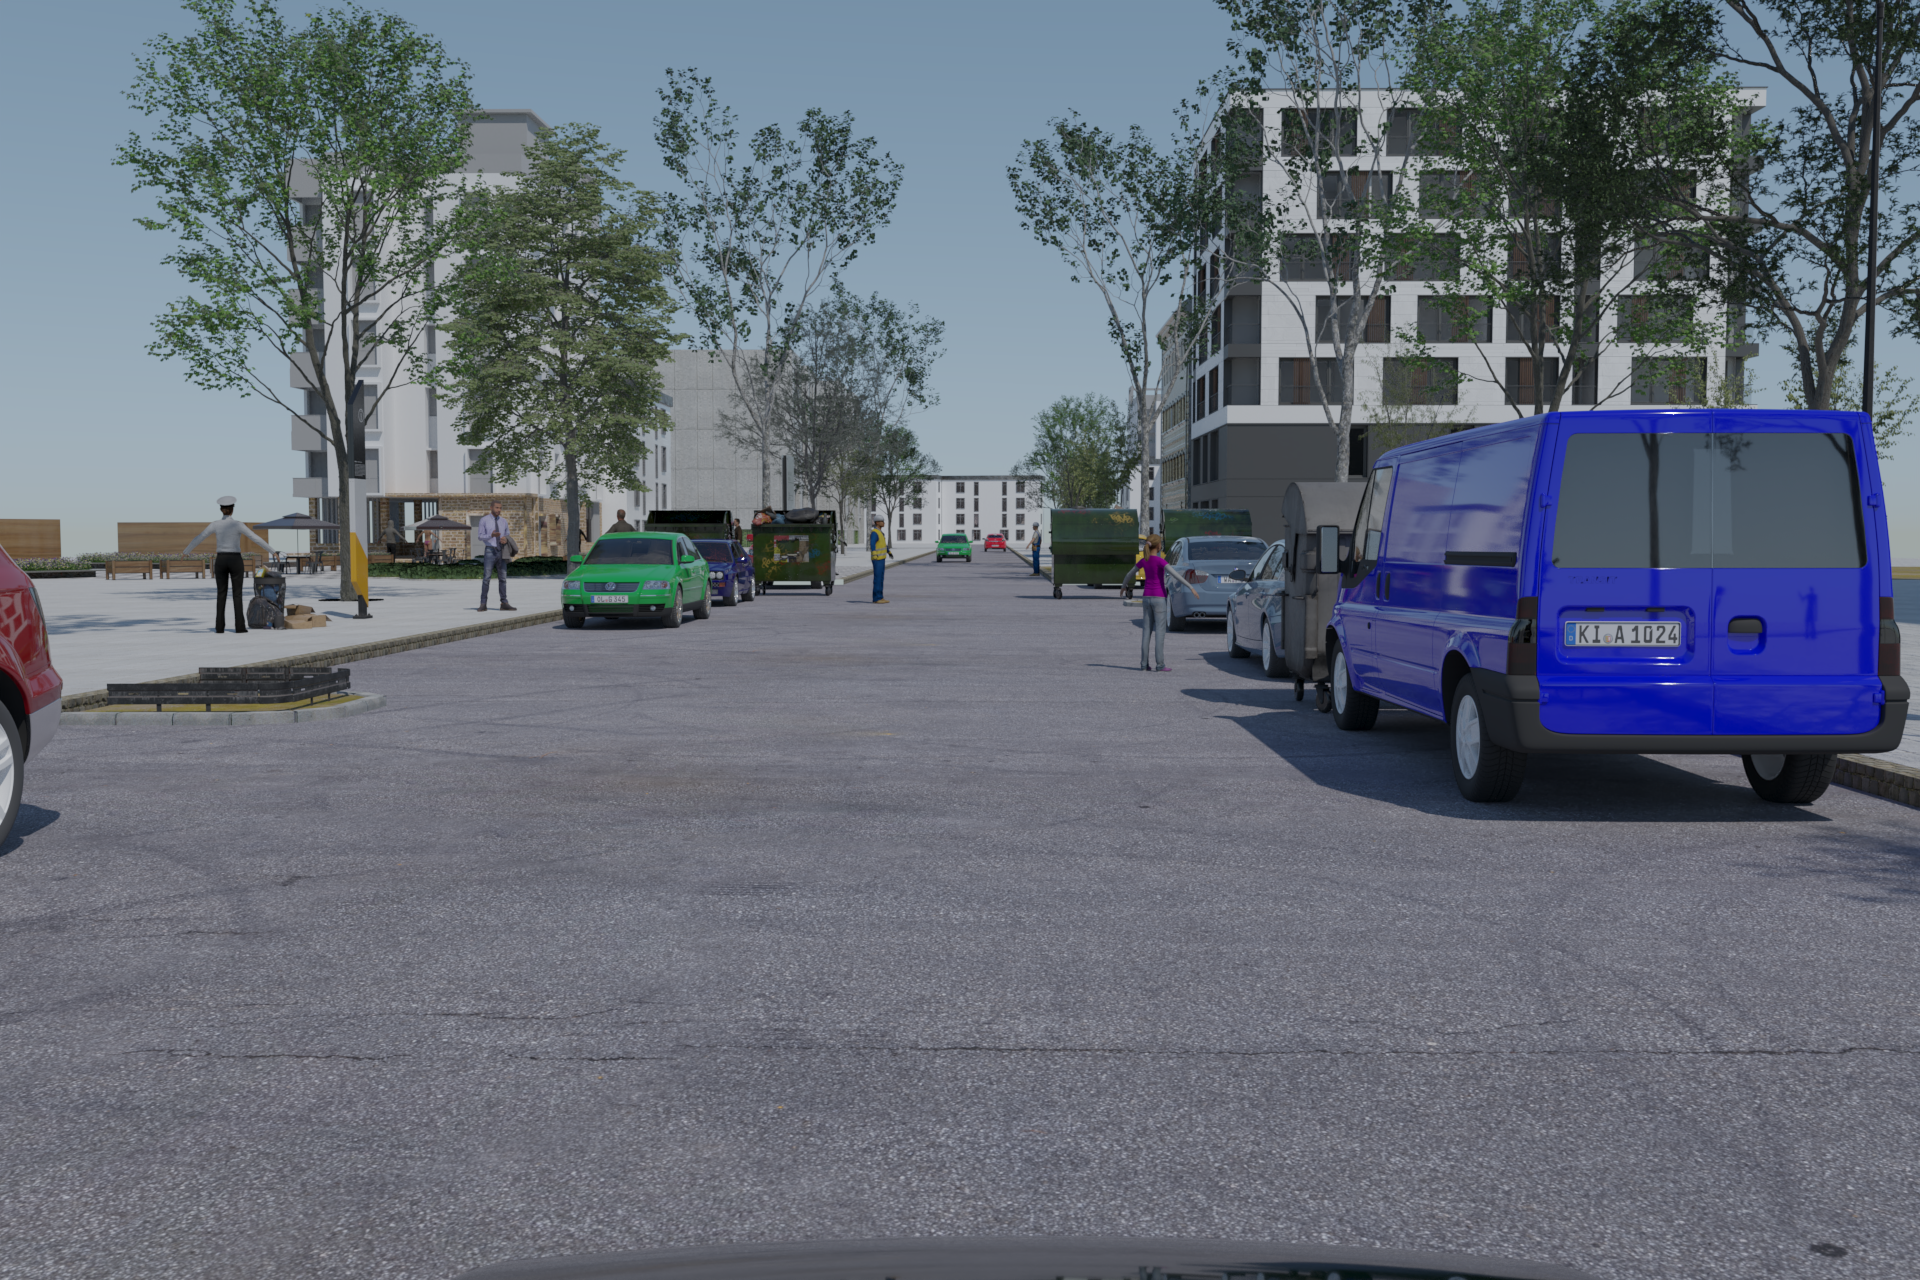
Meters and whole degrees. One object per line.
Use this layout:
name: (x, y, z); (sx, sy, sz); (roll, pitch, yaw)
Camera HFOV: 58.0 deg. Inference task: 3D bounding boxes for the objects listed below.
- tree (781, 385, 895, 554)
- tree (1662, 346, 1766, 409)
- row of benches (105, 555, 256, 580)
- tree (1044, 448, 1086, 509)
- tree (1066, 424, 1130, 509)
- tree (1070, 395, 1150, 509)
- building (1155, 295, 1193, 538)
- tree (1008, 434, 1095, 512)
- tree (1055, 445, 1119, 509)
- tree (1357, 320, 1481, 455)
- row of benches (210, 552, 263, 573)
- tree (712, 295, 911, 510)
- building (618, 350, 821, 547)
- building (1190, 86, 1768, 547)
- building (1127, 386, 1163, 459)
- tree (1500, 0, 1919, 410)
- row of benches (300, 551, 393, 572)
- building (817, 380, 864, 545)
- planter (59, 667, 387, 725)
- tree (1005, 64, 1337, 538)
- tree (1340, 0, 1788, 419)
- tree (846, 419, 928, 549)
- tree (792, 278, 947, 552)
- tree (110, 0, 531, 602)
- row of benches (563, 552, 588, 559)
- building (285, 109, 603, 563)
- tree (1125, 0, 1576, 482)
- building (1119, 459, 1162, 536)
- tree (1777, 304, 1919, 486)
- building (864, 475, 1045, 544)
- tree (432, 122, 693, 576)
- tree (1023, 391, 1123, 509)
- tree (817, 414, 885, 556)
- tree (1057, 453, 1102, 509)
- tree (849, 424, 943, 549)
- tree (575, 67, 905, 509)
tree: (-7.732, -10.682, 109.059); (7.601, 10.594, 8.767); (-1, 4, -22)
tree: (29.142, -7.121, 66.784); (4.737, 8.622, 4.395); (0, 3, 0)
row of benches: (-22.204, -2.091, 49.645); (4.104, 0.672, 1.422); (-3, 5, -42)
tree: (9.026, -11.936, 145.518); (4.360, 8.622, 3.978); (0, 3, 0)
tree: (9.018, -10.073, 115.056); (4.737, 8.622, 4.395); (0, 3, 0)
tree: (8.209, -8.651, 91.809); (4.737, 8.622, 4.395); (0, 3, 0)
building: (24.393, -17.847, 122.733); (19.493, 23.208, 18.063); (0, 4, 1)
tree: (8.789, -13.403, 153.551); (8.767, 10.594, 7.601); (-1, 4, -22)
tree: (17.737, -20.600, 243.460); (9.857, 13.997, 8.962); (0, 3, 0)
tree: (15.275, -6.697, 59.858); (4.360, 8.622, 3.978); (0, 3, 0)
row of benches: (-24.381, -2.632, 58.492); (1.422, 0.672, 4.104); (0, 4, -7)
tree: (-7.583, -10.961, 89.585); (12.009, 13.543, 11.850); (0, 3, 0)
building: (-24.308, -19.290, 181.844); (16.747, 18.905, 31.486); (0, 4, 0)
building: (26.518, -15.408, 95.898); (27.936, 21.610, 32.646); (0, 4, 1)
building: (26.374, -22.270, 220.536); (16.016, 20.090, 11.380); (0, 4, 1)
tree: (9.563, -5.213, 19.644); (7.601, 10.594, 8.767); (-2, 4, -28)
row of benches: (-21.422, -2.773, 60.809); (1.422, 0.672, 4.104); (1, 4, 23)
building: (-21.665, -21.340, 215.366); (16.747, 18.905, 31.486); (0, 4, 2)
planter: (-5.778, 0.440, 13.953); (1.991, 0.319, 1.994); (0, 4, 1)
tree: (8.829, -13.062, 69.457); (12.611, 20.169, 13.585); (0, 3, 0)
tree: (10.540, -6.443, 31.105); (9.928, 11.665, 9.643); (0, 3, 0)
tree: (-6.343, -13.975, 154.244); (9.928, 11.665, 9.643); (0, 3, 0)
tree: (-6.938, -16.617, 127.575); (12.611, 20.169, 13.585); (0, 3, 0)
tree: (-11.762, -6.552, 32.875); (9.928, 11.665, 9.643); (0, 3, 0)
row of benches: (-13.080, -2.832, 61.761); (1.422, 0.672, 4.104); (1, 4, 12)
building: (-24.060, -13.590, 78.622); (16.016, 20.090, 11.380); (0, 4, 1)
tree: (11.086, -11.763, 48.222); (12.611, 20.169, 13.585); (0, 3, 0)
building: (23.346, -15.338, 192.916); (9.099, 9.664, 28.070); (0, 4, 1)
tree: (27.828, -6.396, 54.939); (4.737, 8.622, 4.395); (0, 3, 0)
building: (-2.458, -18.375, 245.033); (28.070, 9.664, 9.099); (1, 4, 10)
tree: (-11.067, -7.952, 48.135); (7.486, 12.596, 7.792); (0, 3, 0)
tree: (8.304, -12.277, 126.489); (9.928, 11.665, 9.643); (0, 3, 0)
tree: (-6.891, -9.179, 100.443); (4.360, 8.622, 3.978); (0, 3, 0)
tree: (9.462, -11.388, 136.552); (4.737, 8.622, 4.395); (0, 3, 0)
tree: (-5.881, -12.814, 143.917); (8.767, 10.594, 7.601); (-1, 4, -17)
tree: (-9.454, -13.226, 72.132); (12.611, 20.169, 13.585); (0, 3, 0)
